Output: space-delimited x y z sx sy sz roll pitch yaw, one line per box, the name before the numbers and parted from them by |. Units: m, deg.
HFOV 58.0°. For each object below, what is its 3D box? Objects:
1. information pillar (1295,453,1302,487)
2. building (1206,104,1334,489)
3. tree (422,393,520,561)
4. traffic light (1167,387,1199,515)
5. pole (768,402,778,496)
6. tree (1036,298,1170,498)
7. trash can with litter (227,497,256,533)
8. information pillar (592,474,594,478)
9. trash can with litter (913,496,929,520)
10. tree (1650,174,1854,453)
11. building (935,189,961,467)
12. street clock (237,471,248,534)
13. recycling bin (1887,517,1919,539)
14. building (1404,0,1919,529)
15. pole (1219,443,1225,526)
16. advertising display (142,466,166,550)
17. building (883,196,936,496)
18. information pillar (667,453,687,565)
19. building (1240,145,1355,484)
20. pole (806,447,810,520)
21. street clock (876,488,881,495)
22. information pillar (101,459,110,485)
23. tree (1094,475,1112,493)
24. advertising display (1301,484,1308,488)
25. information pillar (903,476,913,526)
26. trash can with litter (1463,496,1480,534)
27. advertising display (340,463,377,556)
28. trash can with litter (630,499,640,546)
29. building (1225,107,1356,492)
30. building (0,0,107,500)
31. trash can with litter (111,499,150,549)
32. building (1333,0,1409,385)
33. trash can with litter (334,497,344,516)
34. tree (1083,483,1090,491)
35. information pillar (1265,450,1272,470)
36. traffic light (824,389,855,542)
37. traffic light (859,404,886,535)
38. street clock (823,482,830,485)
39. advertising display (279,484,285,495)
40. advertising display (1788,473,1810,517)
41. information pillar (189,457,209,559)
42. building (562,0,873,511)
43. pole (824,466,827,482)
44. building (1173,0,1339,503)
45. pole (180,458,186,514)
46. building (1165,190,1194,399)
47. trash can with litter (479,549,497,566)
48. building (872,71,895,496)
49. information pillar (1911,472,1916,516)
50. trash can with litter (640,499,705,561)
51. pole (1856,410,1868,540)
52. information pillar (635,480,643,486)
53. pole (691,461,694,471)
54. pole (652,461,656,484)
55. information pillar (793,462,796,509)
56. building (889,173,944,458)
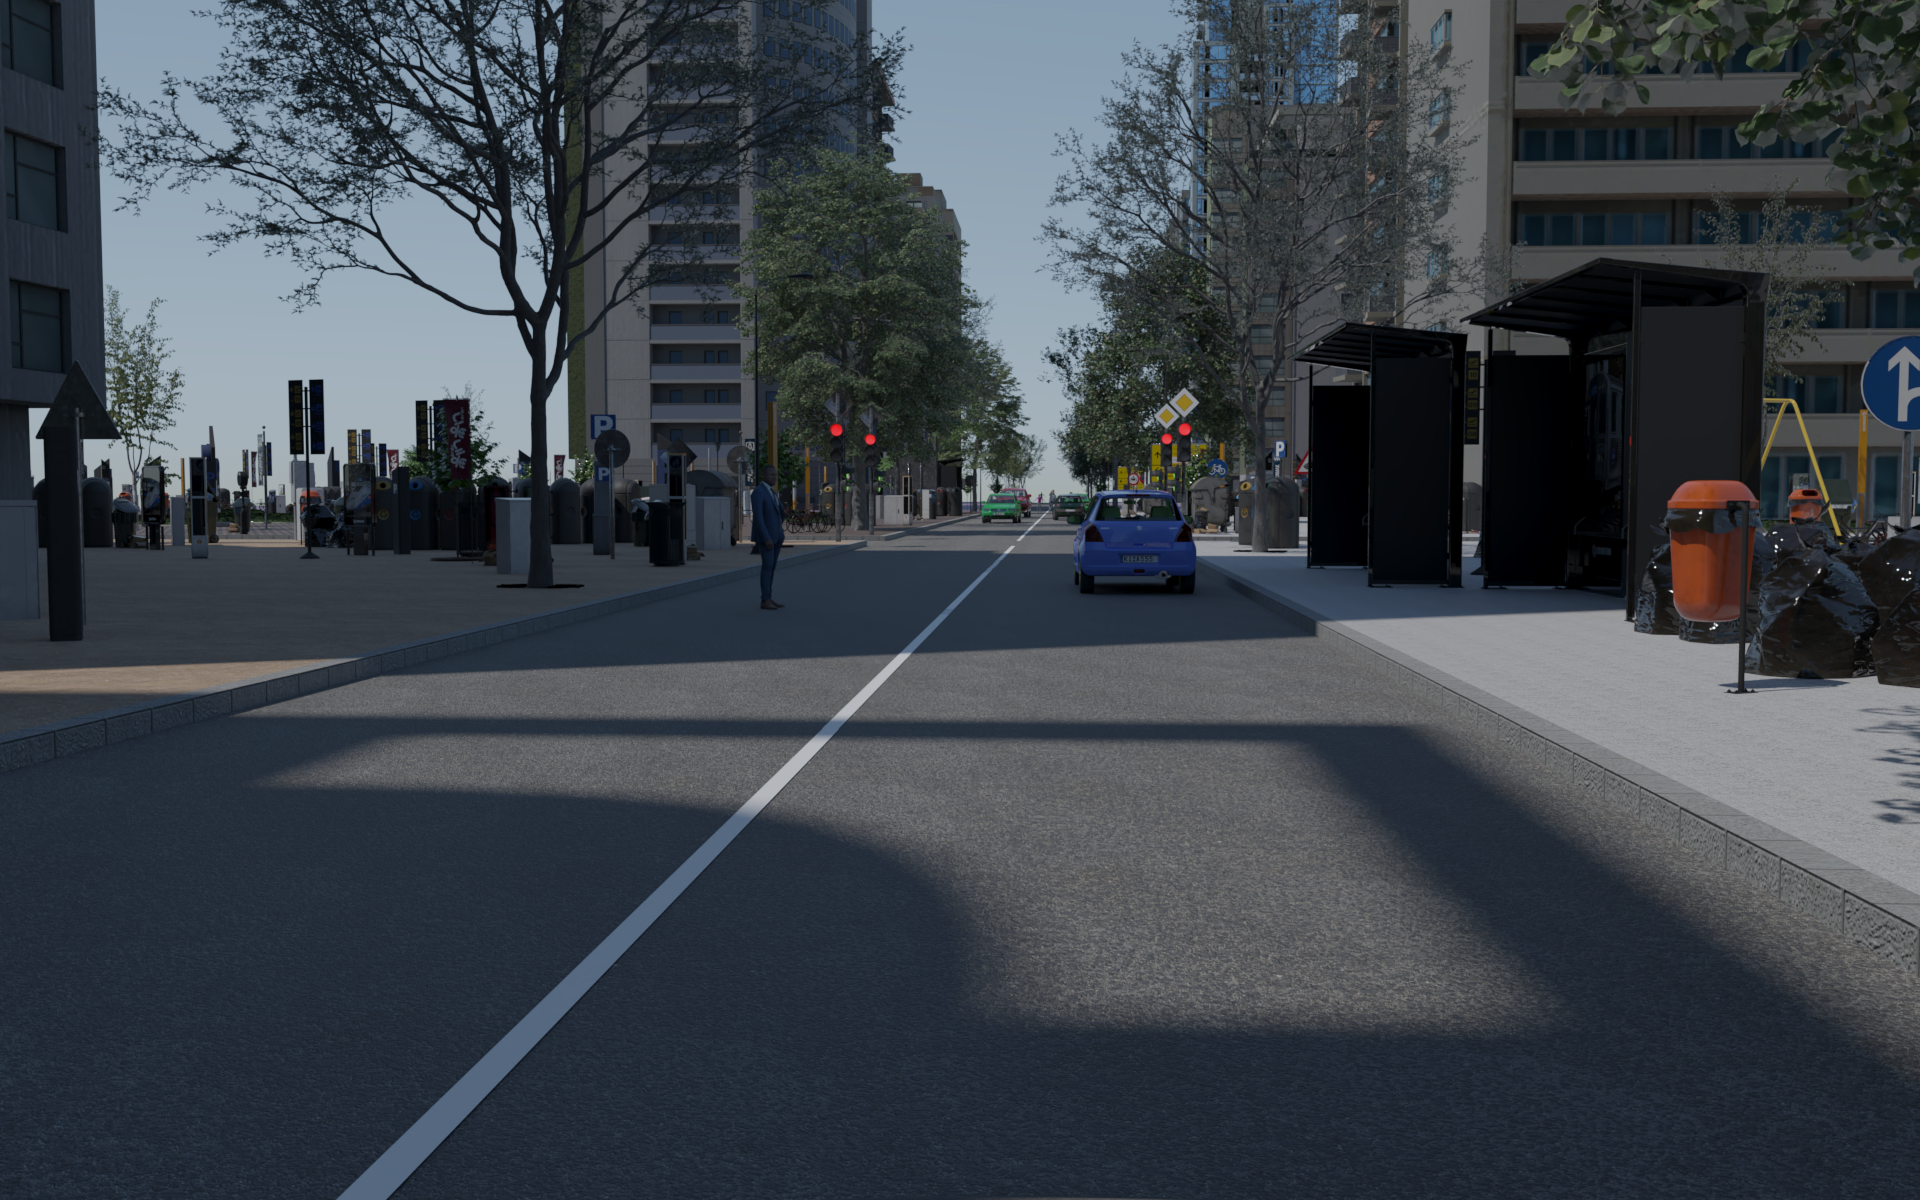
information pillar | 19.311 -6.579 98.919 0.504 3.616 0.183 -3 5 -41
building | 33.275 -30.684 185.272 14.154 41.232 14.086 0 4 3
tree | -9.681 -2.362 33.225 1.663 3.219 1.824 0 3 0
traffic light | 5.900 -3.480 45.821 0.839 4.253 0.868 0 4 3
pole | -4.142 -2.721 38.325 0.158 3.312 0.155 0 3 0
tree | 12.984 -18.200 153.456 12.611 20.169 13.585 0 3 0
trash can with litter | -24.115 -2.855 58.069 0.624 1.170 1.055 0 4 1
information pillar | -13.170 -3.580 63.020 0.304 2.012 0.304 1 4 21
trash can with litter | -2.327 -4.532 85.153 1.678 1.210 2.233 -1 4 -17
tree | 17.904 -5.447 39.415 4.360 8.622 3.978 0 3 0
building | -11.033 -40.022 278.064 21.300 48.544 21.600 0 4 3
street clock | -22.765 -3.085 55.007 0.358 2.002 0.471 -3 4 -37
recycling bin | 10.833 -0.408 19.221 0.722 1.027 0.722 -1 4 -16
building | 29.986 -27.373 71.247 21.600 48.544 21.300 0 4 3
pole | 10.578 -4.649 69.862 0.158 3.312 0.155 0 3 0
advertising display | -18.485 -2.111 39.723 0.974 1.923 0.123 3 5 43
building | -10.725 -33.506 231.416 14.154 41.232 14.086 0 4 3
information pillar | -5.125 -1.644 31.378 0.304 2.012 0.304 0 4 -1
building | 30.854 -22.994 147.659 14.160 30.474 14.107 0 4 3
pole | -6.160 -4.662 70.070 0.158 3.312 0.155 0 3 0
street clock | -4.952 -6.171 105.462 0.358 2.002 0.471 1 4 20
information pillar | -56.844 -7.575 115.202 0.504 3.616 0.183 -3 5 -43
tree | 13.857 -10.759 170.516 1.663 3.219 1.824 0 3 0
advertising display | 22.867 -6.689 114.572 0.974 1.923 0.123 -1 4 -23
information pillar | -2.134 -4.048 70.683 0.304 2.012 0.304 2 4 27
trash can with litter | 16.405 -2.746 55.954 1.678 1.210 2.233 -2 4 -30
advertising display | -12.549 -1.897 36.232 0.974 1.923 0.123 2 4 35
trash can with litter | -7.508 -1.882 42.153 1.055 1.170 0.624 2 4 31
building | 41.369 -28.984 165.775 32.217 40.220 23.993 0 4 3
building | -23.027 -15.666 27.842 14.107 30.474 14.160 0 4 3
trash can with litter | -19.620 -1.817 41.095 1.055 1.170 0.624 2 4 31
building | 35.514 -27.731 108.032 22.147 44.769 28.867 0 4 3
trash can with litter | -23.747 -3.364 66.393 0.624 1.170 1.055 0 4 6
tree | 21.869 -20.458 284.854 4.360 8.622 3.978 0 3 0
information pillar | 16.402 -6.173 92.282 0.504 3.616 0.183 -2 4 -24
traffic light | -3.245 -3.513 46.358 0.839 4.253 0.868 0 4 3
traffic light | -2.762 -4.000 54.328 0.839 4.253 0.868 0 4 3
street clock | -7.973 -6.022 103.030 0.471 2.002 0.358 -3 4 -36
advertising display | -44.246 -6.595 113.041 0.123 1.923 0.974 -3 4 -37
advertising display | 26.104 -2.978 53.899 0.974 1.923 0.123 -2 4 -35
information pillar | -15.155 -1.835 34.487 0.304 2.012 0.304 -1 4 -21
building | -19.304 -36.869 144.811 21.231 58.520 28.212 0 4 3
pole | -9.889 -8.177 127.539 0.158 3.312 0.155 0 3 0
building | 40.448 -56.664 239.129 22.319 86.520 31.000 0 4 3
pole | -43.831 -6.354 97.729 0.158 3.312 0.155 0 3 0
building | 43.235 -39.837 270.941 23.786 49.044 30.456 0 4 3
trash can with litter | -8.079 -1.196 30.948 1.055 1.170 0.624 0 4 7
building | -18.198 -31.749 173.721 22.147 44.769 28.867 0 4 3
information pillar | 31.324 -3.220 57.135 0.304 2.012 0.304 2 4 25
trash can with litter | -5.498 -1.347 33.411 1.055 1.170 0.624 -3 5 -41
pole | 21.873 -2.946 42.009 0.158 3.312 0.155 0 3 0
information pillar | -16.692 -5.235 90.092 0.304 2.012 0.304 -3 5 -41
pole | -15.501 -6.520 100.452 0.158 3.312 0.155 0 3 0
pole | -18.864 -6.911 106.838 0.158 3.312 0.155 0 3 0
information pillar | -9.954 -6.900 104.172 0.183 3.616 0.504 1 4 10
building | -10.148 -36.409 245.399 14.600 45.320 14.200 0 4 3
